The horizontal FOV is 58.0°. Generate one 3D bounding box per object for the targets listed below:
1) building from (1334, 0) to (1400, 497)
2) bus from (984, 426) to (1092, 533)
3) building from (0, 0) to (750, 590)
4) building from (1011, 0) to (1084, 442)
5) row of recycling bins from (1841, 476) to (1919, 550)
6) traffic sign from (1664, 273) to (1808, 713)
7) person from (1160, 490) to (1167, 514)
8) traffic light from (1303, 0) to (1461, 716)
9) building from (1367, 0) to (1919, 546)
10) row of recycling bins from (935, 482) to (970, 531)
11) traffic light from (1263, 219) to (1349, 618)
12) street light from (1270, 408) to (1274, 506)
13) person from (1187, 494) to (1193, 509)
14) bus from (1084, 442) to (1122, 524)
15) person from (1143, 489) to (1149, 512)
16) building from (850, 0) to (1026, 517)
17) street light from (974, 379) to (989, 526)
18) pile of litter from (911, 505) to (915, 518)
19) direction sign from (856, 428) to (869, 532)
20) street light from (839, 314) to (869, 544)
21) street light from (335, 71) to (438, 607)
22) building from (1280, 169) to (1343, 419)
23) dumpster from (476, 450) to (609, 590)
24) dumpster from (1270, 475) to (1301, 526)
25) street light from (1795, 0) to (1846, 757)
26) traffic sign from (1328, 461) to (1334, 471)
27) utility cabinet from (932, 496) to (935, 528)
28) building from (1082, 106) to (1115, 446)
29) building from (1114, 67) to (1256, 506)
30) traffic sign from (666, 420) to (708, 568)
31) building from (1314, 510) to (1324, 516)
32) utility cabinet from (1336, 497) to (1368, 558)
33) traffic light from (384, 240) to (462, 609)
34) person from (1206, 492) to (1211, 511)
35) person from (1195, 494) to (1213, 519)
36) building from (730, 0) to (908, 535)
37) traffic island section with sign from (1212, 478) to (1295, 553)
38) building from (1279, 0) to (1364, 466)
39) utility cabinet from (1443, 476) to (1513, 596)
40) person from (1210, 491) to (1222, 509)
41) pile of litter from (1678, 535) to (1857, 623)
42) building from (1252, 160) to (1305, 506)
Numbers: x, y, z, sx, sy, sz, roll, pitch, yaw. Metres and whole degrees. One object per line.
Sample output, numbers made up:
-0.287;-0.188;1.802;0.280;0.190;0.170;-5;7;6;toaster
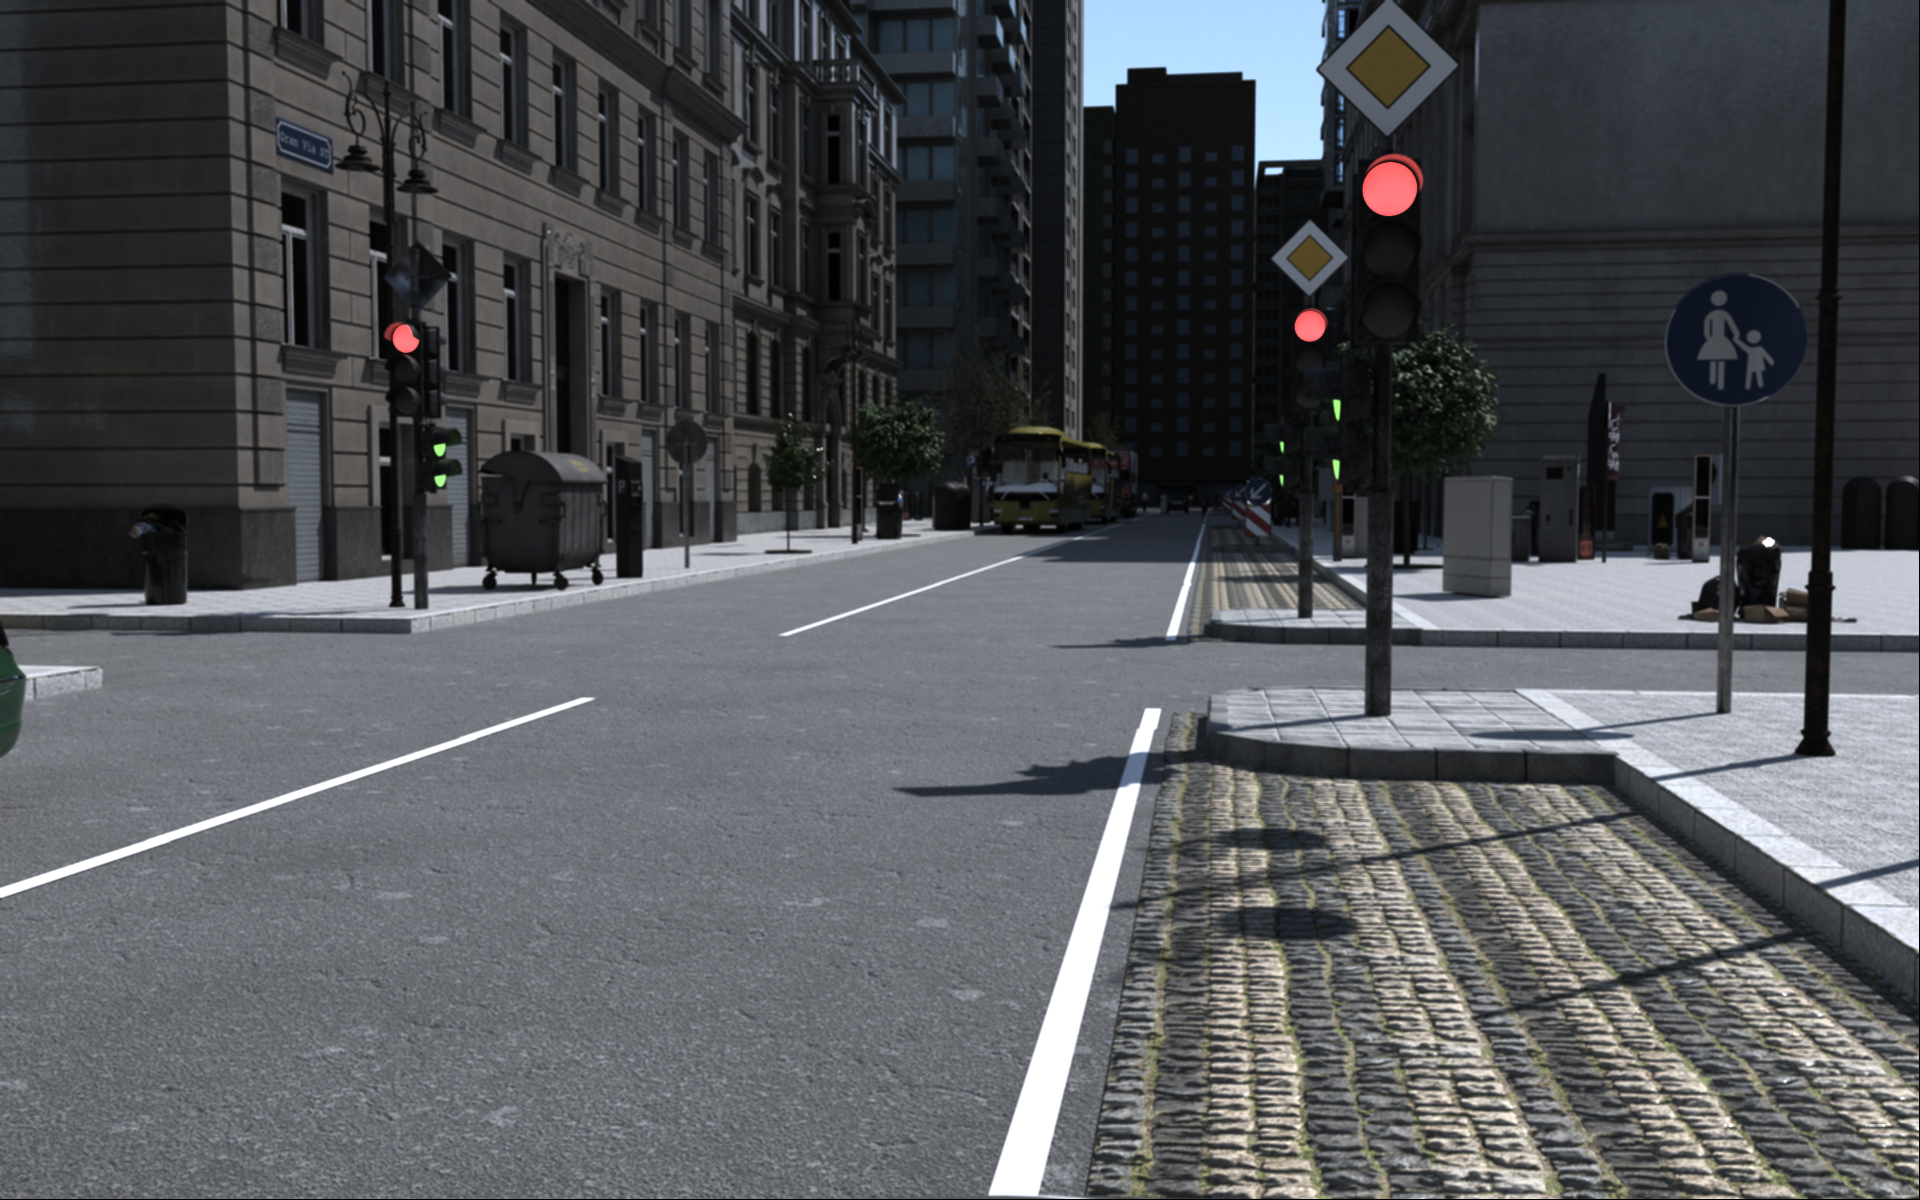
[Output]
23.928;-17.174;78.064;12.463;27.353;25.104;1;4;8;building
3.258;-4.590;66.601;2.896;3.916;12.252;1;4;10;bus
-13.374;-14.539;34.979;12.463;27.353;25.104;1;4;8;building
0.263;-43.932;156.545;20.611;71.187;20.563;1;4;8;building
22.343;-2.010;39.980;3.534;1.692;1.069;1;4;23;row of recycling bins
4.483;-0.611;10.089;0.768;2.556;0.104;1;4;14;traffic sign
14.710;-7.107;125.375;0.551;1.740;0.621;0;4;-7;person
2.410;-1.286;9.953;0.839;4.253;0.868;1;4;8;traffic light
20.420;-12.971;53.873;13.314;21.916;24.055;1;4;8;building
-0.218;-3.389;62.521;1.069;1.692;3.534;1;4;9;row of recycling bins
3.563;-1.770;17.855;0.839;4.253;0.868;1;4;8;traffic light
16.420;-7.248;91.286;0.468;5.910;1.993;1;4;8;street light
20.865;-8.879;156.867;0.799;1.438;0.628;2;4;28;person
6.397;-5.761;85.744;2.896;3.916;12.252;1;4;8;bus
14.613;-7.832;136.555;0.705;1.823;1.348;2;4;23;person
-7.717;-30.005;110.192;23.786;49.044;30.456;1;4;8;building
0.870;-5.931;69.761;0.468;5.910;1.993;1;4;8;street light
-2.498;-4.751;91.642;1.176;0.858;1.719;2;4;31;pile of litter
-3.274;-4.081;58.720;0.379;3.537;0.876;-3;4;-36;direction sign
-2.721;-4.395;44.643;0.468;5.910;1.993;1;4;8;street light
-6.408;-2.859;19.539;0.468;5.910;1.993;1;4;8;street light
35.905;-23.493;155.815;14.160;30.474;14.107;1;4;8;building
-5.718;-1.102;23.772;1.264;1.857;1.865;1;4;8;dumpster
13.372;-4.147;70.293;1.502;2.255;1.985;1;4;8;dumpster
4.222;-2.176;8.371;0.468;5.910;1.993;1;4;8;street light
9.929;-2.742;44.942;0.768;2.556;0.104;1;4;14;traffic sign
-0.532;-3.359;66.075;1.020;1.237;0.306;1;4;22;utility cabinet
9.964;-30.778;186.812;14.086;41.232;14.154;1;4;8;building
24.012;-32.716;185.015;14.200;45.320;14.600;1;4;8;building
-4.731;-1.826;29.954;0.768;2.556;0.104;1;4;14;traffic sign
38.010;-25.244;104.617;32.217;40.220;23.993;1;4;8;building
8.086;-1.452;34.895;1.020;1.237;0.306;0;4;7;utility cabinet
-6.000;-1.854;19.229;0.839;4.253;0.868;1;4;8;traffic light
20.841;-8.288;145.481;0.415;1.643;0.593;0;4;8;person
13.794;-5.257;97.718;1.065;1.426;0.557;2;4;24;person
-10.433;-15.029;64.805;14.460;24.649;34.723;1;4;8;building
7.233;-2.089;42.778;1.989;1.847;2.006;1;4;8;traffic island section with sign
36.543;-50.067;131.262;22.319;86.520;31.000;1;4;8;building
6.550;-0.809;21.914;0.318;1.500;1.173;-1;4;-13;utility cabinet
23.661;-9.233;159.982;1.217;1.766;0.721;-2;4;-26;person
8.233;-0.222;17.597;1.719;0.858;1.176;1;4;22;pile of litter
44.067;-30.488;190.359;23.993;40.220;32.217;1;4;8;building
